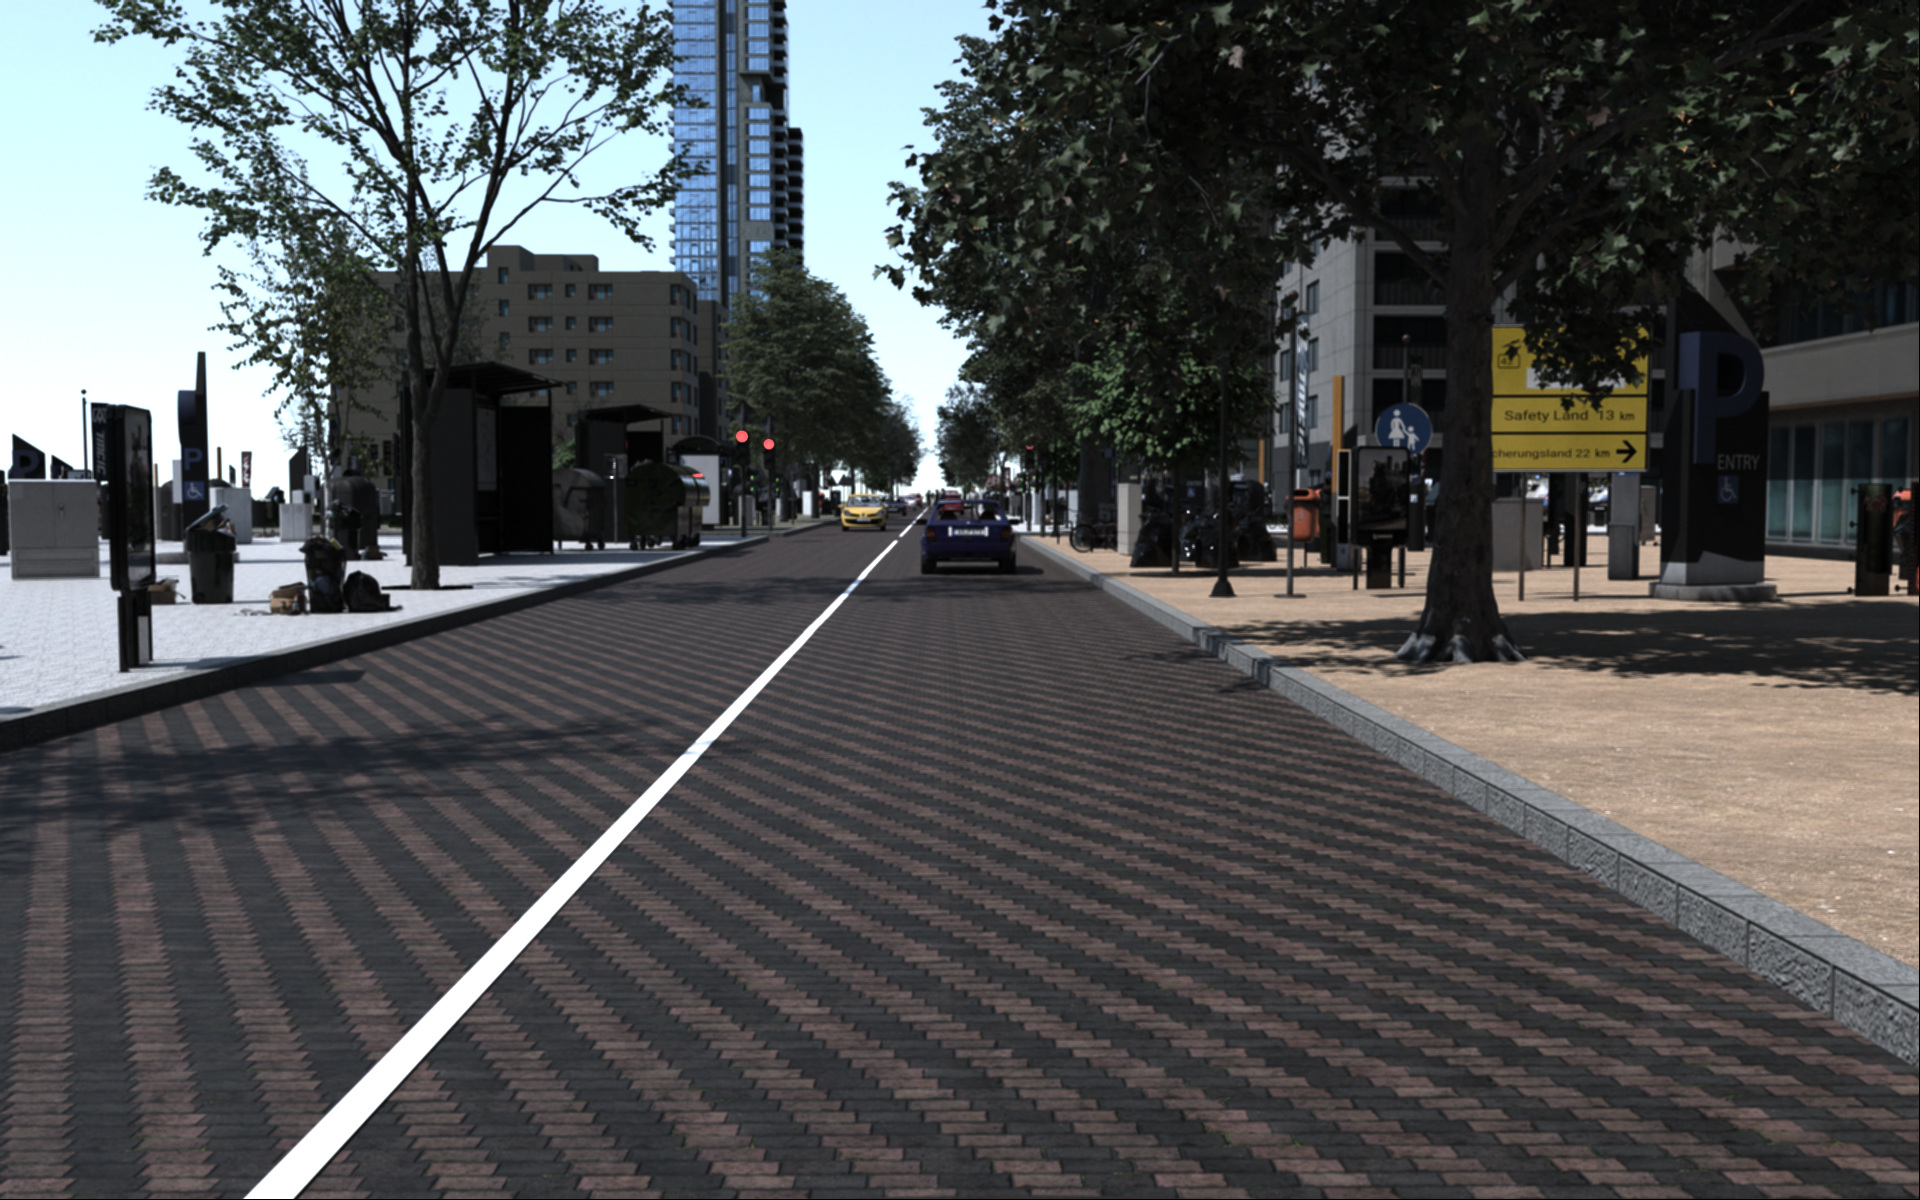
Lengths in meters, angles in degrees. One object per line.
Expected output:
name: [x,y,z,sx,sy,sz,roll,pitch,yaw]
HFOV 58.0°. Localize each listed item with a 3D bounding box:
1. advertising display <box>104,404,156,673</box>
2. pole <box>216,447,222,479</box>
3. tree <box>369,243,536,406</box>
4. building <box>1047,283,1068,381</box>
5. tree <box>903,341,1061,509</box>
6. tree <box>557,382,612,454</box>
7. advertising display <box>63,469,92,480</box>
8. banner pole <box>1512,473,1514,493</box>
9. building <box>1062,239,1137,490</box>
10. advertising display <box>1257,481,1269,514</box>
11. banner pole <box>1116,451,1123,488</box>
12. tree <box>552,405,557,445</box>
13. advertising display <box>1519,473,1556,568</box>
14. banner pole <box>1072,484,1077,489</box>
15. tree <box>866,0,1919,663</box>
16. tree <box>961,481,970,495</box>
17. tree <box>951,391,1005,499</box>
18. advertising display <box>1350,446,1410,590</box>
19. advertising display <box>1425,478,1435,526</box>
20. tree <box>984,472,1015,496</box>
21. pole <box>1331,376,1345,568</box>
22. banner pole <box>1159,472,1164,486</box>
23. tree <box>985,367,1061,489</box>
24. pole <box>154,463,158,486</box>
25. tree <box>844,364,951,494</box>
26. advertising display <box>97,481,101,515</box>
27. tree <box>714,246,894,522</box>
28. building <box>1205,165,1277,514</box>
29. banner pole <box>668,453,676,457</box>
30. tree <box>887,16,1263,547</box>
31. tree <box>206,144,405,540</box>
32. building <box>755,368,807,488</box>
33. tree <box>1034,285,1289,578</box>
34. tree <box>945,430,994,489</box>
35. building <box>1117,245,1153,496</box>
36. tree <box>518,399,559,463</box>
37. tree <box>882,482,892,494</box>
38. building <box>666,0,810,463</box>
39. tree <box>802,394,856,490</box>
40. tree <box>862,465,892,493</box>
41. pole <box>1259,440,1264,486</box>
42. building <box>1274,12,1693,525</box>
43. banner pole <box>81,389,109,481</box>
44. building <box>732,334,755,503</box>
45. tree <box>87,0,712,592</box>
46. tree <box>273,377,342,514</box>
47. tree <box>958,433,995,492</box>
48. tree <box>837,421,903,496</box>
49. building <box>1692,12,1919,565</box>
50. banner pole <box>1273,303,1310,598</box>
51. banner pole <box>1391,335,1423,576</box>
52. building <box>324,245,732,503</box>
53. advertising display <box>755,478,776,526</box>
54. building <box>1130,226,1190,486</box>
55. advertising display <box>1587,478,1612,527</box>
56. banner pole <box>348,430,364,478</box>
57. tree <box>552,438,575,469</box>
advertising display: [-6.128,-0.466,12.832,0.123,1.923,0.974,-1,4,-14]
pole: [-31.886,-4.939,74.600,0.158,3.312,0.155,0,3,0]
tree: [-14.138,-5.976,48.066,4.360,8.622,3.978,0,3,0]
building: [24.630,-40.304,282.667,21.300,48.544,21.600,0,4,-1]
tree: [2.238,-10.095,99.463,8.767,10.594,7.601,1,4,16]
tree: [-24.368,-9.874,111.806,4.360,8.622,3.978,0,3,0]
advertising display: [-23.016,-2.447,45.223,0.123,1.923,0.974,1,4,11]
banner pole: [22.529,-4.926,70.563,0.401,3.779,0.863,1,4,20]
building: [26.678,-38.928,256.086,23.786,49.044,30.456,0,4,-1]
advertising display: [15.207,-5.067,88.061,0.974,1.923,0.123,0,4,-1]
banner pole: [8.212,-6.086,89.518,0.863,3.779,0.401,-3,5,-43]
tree: [-25.433,-8.953,96.740,4.360,8.622,3.978,0,3,0]
advertising display: [10.092,-1.536,30.328,0.123,1.923,0.974,-1,4,-14]
banner pole: [7.077,-7.238,108.354,0.863,3.779,0.401,-3,5,-44]
tree: [4.047,-5.883,13.190,9.611,12.733,9.660,0,3,0]
tree: [0.844,-16.812,269.478,1.663,3.219,1.824,0,3,0]
tree: [1.200,-17.816,201.658,12.009,13.543,11.850,0,3,0]
advertising display: [5.664,-1.110,23.368,0.974,1.923,0.123,-2,4,-30]
advertising display: [18.488,-3.871,68.506,0.123,1.923,0.974,-1,4,-14]
tree: [3.053,-8.053,126.274,1.663,3.219,1.824,0,3,0]
pole: [6.537,-2.210,29.971,0.158,3.312,0.155,0,3,0]
banner pole: [11.830,-6.846,101.941,0.401,3.779,0.863,2,4,30]
tree: [3.506,-8.368,87.181,4.737,8.622,4.395,0,3,0]
pole: [-53.218,-7.393,114.717,0.158,3.312,0.155,0,3,0]
tree: [-8.103,-15.282,160.227,12.009,13.543,11.850,0,3,0]
advertising display: [-39.047,-4.441,77.825,0.123,1.923,0.974,2,4,27]
tree: [-7.885,-9.897,79.936,7.486,12.596,7.792,0,3,0]
building: [22.216,-20.888,113.215,14.160,30.474,14.107,0,4,-1]
banner pole: [-15.387,-6.339,93.665,0.863,3.779,0.401,-2,4,-32]
tree: [3.107,-8.269,41.848,9.857,13.997,8.962,0,3,0]
tree: [-13.516,-5.276,36.625,4.737,8.622,4.395,0,3,0]
building: [-36.582,-24.561,246.603,27.650,21.520,28.899,0,4,-1]
tree: [3.448,-2.650,27.041,4.285,4.588,4.351,0,3,0]
tree: [1.267,-20.411,251.848,7.486,12.596,7.792,0,3,0]
building: [26.976,-53.037,179.823,22.319,86.520,31.000,0,4,-1]
tree: [-32.426,-11.036,130.803,4.737,8.622,4.395,0,3,0]
tree: [-8.761,-13.097,208.731,1.663,3.219,1.824,0,3,0]
building: [-34.833,-58.883,275.414,22.319,86.520,31.000,0,4,-1]
tree: [-8.044,-9.044,98.229,4.360,8.622,3.978,0,3,0]
tree: [-9.082,-12.563,189.122,4.285,4.588,4.351,0,3,0]
pole: [11.405,-4.382,65.492,0.158,3.312,0.155,0,3,0]
building: [27.036,-39.268,80.281,20.611,71.187,20.563,0,4,-1]
banner pole: [-20.757,-3.153,41.571,0.401,3.779,0.863,2,4,32]
building: [-36.737,-20.345,177.688,27.650,21.520,28.899,0,4,-1]
tree: [-7.072,-5.953,23.082,9.928,11.665,9.643,0,3,0]
tree: [-39.743,-9.526,106.106,4.360,8.622,3.978,0,3,0]
tree: [1.908,-12.716,158.263,4.360,8.622,3.978,0,3,0]
tree: [-9.193,-14.614,173.355,8.767,10.594,7.601,1,4,16]
building: [26.596,-24.603,25.959,21.300,48.544,21.600,0,4,-1]
banner pole: [4.129,-1.906,21.187,0.401,3.779,0.863,0,4,-7]
banner pole: [7.151,-2.291,27.478,0.401,3.779,0.863,3,4,38]
building: [-35.482,-18.582,148.848,27.650,21.520,28.899,0,4,-1]
advertising display: [-7.932,-4.004,70.671,0.974,1.923,0.123,-3,5,-45]
building: [27.148,-30.328,150.489,22.147,44.769,28.867,0,4,-1]
advertising display: [25.307,-3.869,68.472,0.974,1.923,0.123,3,4,36]
banner pole: [-23.583,-4.759,67.822,0.401,3.779,0.863,3,4,37]
tree: [-19.010,-6.325,87.120,4.285,4.588,4.351,0,3,0]
